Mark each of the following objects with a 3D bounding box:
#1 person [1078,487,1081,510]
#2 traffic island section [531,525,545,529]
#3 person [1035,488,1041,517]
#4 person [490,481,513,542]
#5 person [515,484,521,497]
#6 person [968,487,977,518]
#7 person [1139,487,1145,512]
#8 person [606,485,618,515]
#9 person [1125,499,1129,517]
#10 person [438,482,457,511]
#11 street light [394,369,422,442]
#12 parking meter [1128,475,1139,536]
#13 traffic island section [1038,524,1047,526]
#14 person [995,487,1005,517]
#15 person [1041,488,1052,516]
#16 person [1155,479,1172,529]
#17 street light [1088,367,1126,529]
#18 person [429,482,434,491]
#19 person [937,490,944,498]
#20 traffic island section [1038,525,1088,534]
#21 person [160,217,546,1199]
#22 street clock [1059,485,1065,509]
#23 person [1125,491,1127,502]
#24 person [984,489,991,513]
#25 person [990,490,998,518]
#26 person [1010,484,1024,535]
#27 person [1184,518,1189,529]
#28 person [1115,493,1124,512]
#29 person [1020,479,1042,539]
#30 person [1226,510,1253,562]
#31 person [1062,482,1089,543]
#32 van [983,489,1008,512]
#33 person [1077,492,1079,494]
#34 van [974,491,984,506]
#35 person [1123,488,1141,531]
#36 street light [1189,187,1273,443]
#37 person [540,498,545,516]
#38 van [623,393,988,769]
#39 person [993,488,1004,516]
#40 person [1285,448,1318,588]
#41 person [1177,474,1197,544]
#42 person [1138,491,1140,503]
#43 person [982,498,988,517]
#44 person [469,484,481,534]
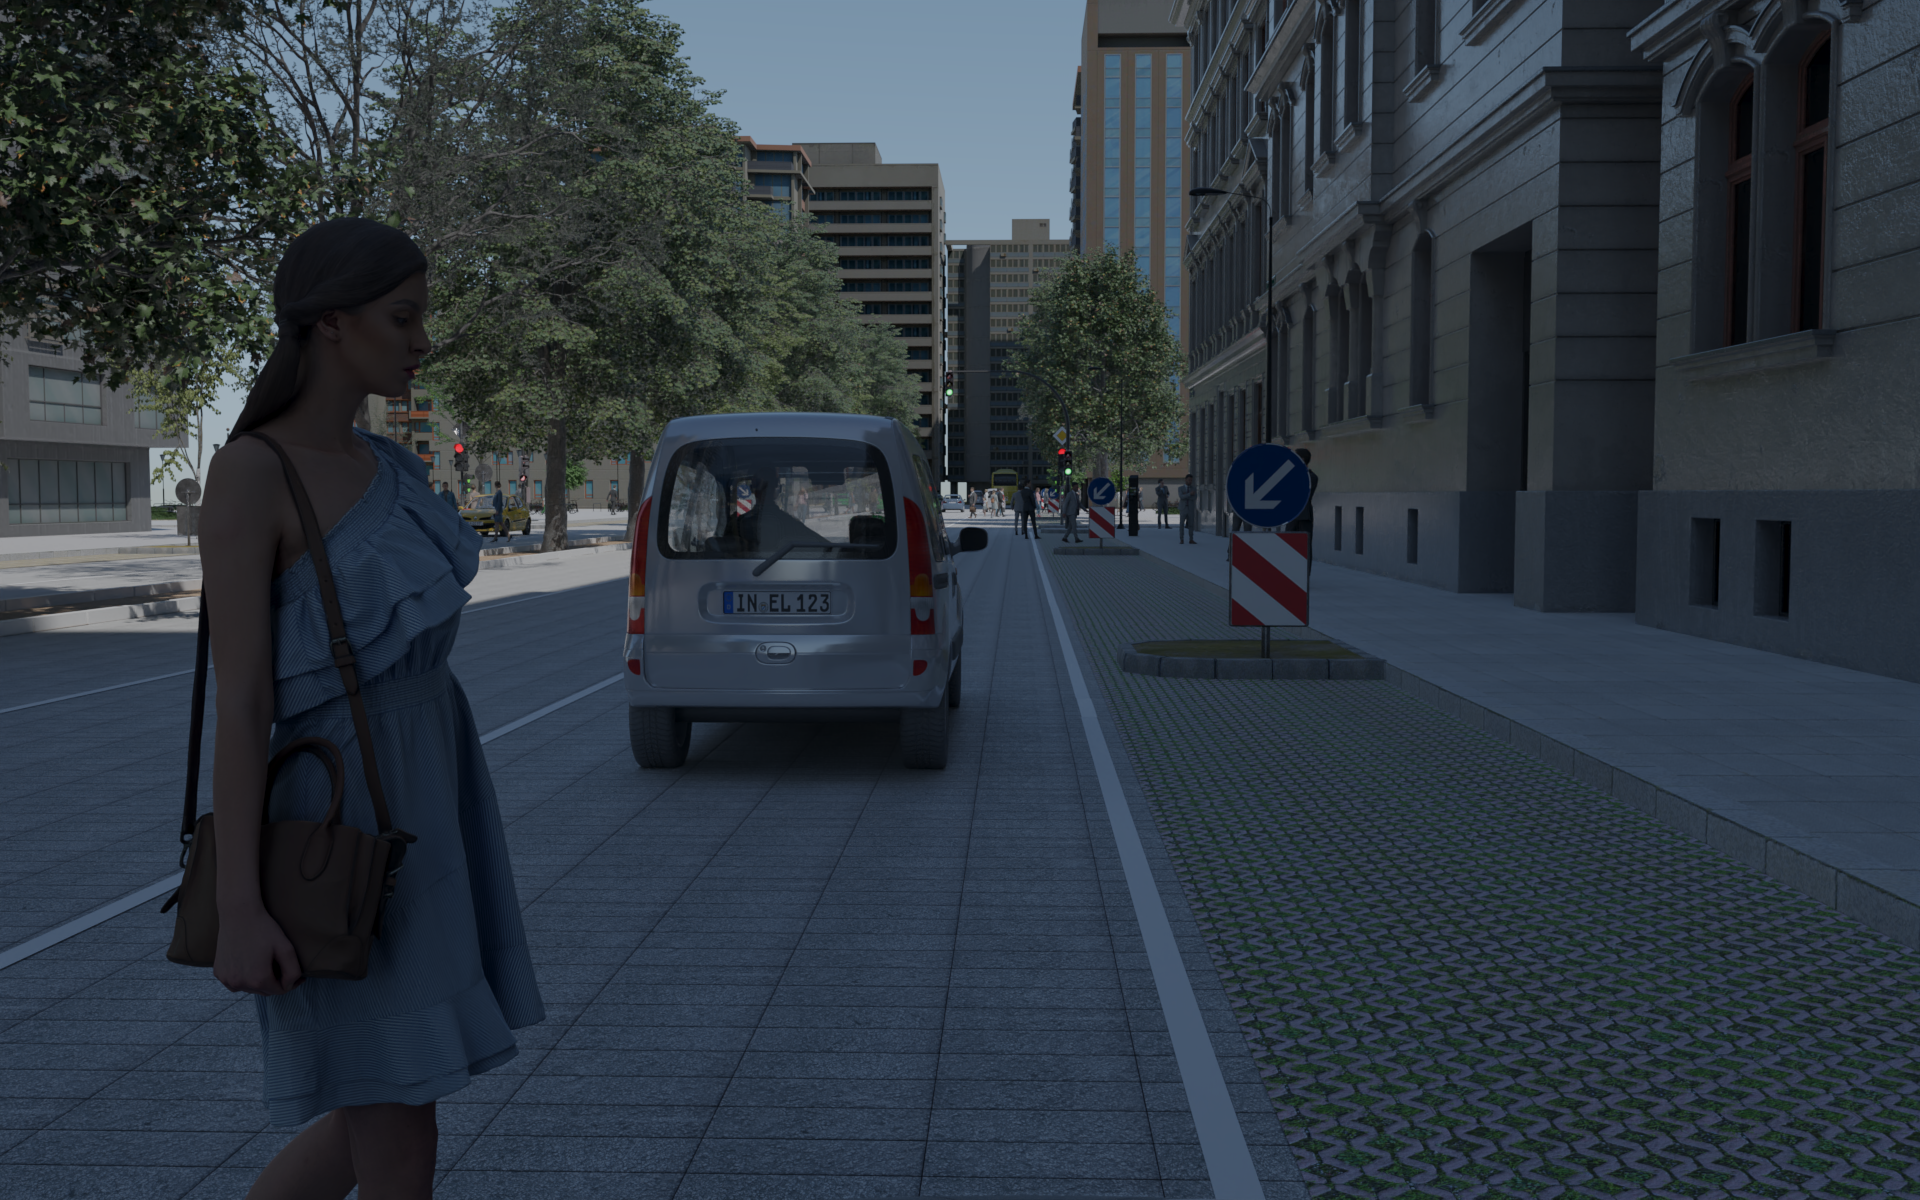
[{"bbox_3d":[9.250,-7.922,135.380,0.447,1.846,0.655,0,4,-1],"label":"person"},{"bbox_3d":[-18.281,-3.075,72.559,2.009,0.180,2.903,0,4,2],"label":"traffic island section"},{"bbox_3d":[4.874,-6.072,107.786,0.388,1.821,0.555,0,4,-5],"label":"person"},{"bbox_3d":[-13.635,-2.620,51.364,0.654,1.822,0.581,0,4,0],"label":"person"},{"bbox_3d":[-22.597,-5.048,88.779,0.606,1.804,0.583,-3,5,-43],"label":"person"},{"bbox_3d":[0.766,-5.728,102.115,0.822,1.834,0.622,-3,4,-38],"label":"person"},{"bbox_3d":[13.259,-7.334,126.375,0.534,1.772,0.576,-1,4,-10],"label":"person"},{"bbox_3d":[-21.047,-6.087,105.345,0.659,1.850,0.755,2,4,27],"label":"person"},{"bbox_3d":[9.408,-5.526,96.205,0.447,1.846,0.655,3,5,45],"label":"person"},{"bbox_3d":[-14.669,-2.484,49.449,0.601,1.785,0.444,-1,4,-12],"label":"person"},{"bbox_3d":[-20.060,-5.546,63.222,1.470,5.913,1.316,0,4,2],"label":"street light"},{"bbox_3d":[5.282,-2.876,52.727,0.255,1.863,0.399,1,4,13],"label":"parking meter"},{"bbox_3d":[4.248,-3.028,71.795,2.009,0.180,2.903,0,4,2],"label":"traffic island section"},{"bbox_3d":[2.566,-6.079,107.668,0.755,1.850,0.659,-1,4,-8],"label":"person"},{"bbox_3d":[5.672,-6.482,114.656,0.728,1.800,0.709,-1,4,-18],"label":"person"},{"bbox_3d":[7.526,-3.549,63.871,0.655,1.846,0.447,-1,4,-23],"label":"person"},{"bbox_3d":[5.350,-5.548,63.243,1.470,5.913,1.316,0,4,2],"label":"street light"},{"bbox_3d":[-16.967,-2.875,55.488,0.713,1.824,0.794,1,4,17],"label":"person"},{"bbox_3d":[-2.383,-11.189,191.066,1.348,1.869,0.705,1,4,19],"label":"person"},{"bbox_3d":[3.978,-2.540,63.815,2.009,0.180,2.903,0,4,2],"label":"traffic island section"},{"bbox_3d":[-0.897,0.378,2.420,0.778,1.811,0.616,1,4,15],"label":"person"},{"bbox_3d":[8.351,-8.634,145.740,0.471,2.002,0.358,-2,4,-25],"label":"street clock"},{"bbox_3d":[13.727,-8.350,142.664,0.778,1.811,0.616,1,4,14],"label":"person"},{"bbox_3d":[2.054,-7.521,131.689,0.641,1.798,0.478,2,4,28],"label":"person"},{"bbox_3d":[2.010,-5.696,102.633,0.512,1.701,0.522,1,4,23],"label":"person"},{"bbox_3d":[2.080,-3.174,60.664,0.678,1.792,0.850,1,4,10],"label":"person"},{"bbox_3d":[8.564,-3.507,63.158,0.755,1.850,0.659,1,4,10],"label":"person"},{"bbox_3d":[11.241,-7.055,121.612,0.641,1.798,0.478,-2,4,-23],"label":"person"},{"bbox_3d":[2.235,-2.899,55.253,0.648,1.900,0.474,3,4,37],"label":"person"},{"bbox_3d":[5.365,-1.652,32.867,0.655,1.846,0.447,2,4,30],"label":"person"},{"bbox_3d":[3.310,-2.562,50.662,0.850,1.792,0.678,3,4,38],"label":"person"},{"bbox_3d":[2.791,-8.019,138.124,2.013,2.044,4.112,0,4,2],"label":"van"},{"bbox_3d":[8.403,-7.299,125.560,0.466,1.800,0.511,2,4,33],"label":"person"},{"bbox_3d":[1.991,-12.195,206.400,2.013,2.044,4.112,0,3,0],"label":"van"},{"bbox_3d":[5.968,-3.301,60.110,0.616,1.811,0.778,2,4,31],"label":"person"},{"bbox_3d":[4.165,-3.293,26.382,1.470,5.913,1.316,0,4,2],"label":"street light"},{"bbox_3d":[-24.076,-5.514,100.446,0.590,1.304,0.306,0,4,7],"label":"person"},{"bbox_3d":[-0.842,-0.208,10.408,2.013,2.044,4.112,0,4,2],"label":"van"},{"bbox_3d":[2.379,-6.194,109.761,0.794,1.824,0.713,1,4,21],"label":"person"},{"bbox_3d":[4.578,-1.113,23.607,0.474,1.900,0.648,-2,4,-30],"label":"person"},{"bbox_3d":[5.860,-2.342,44.514,0.511,1.800,0.466,-1,4,-20],"label":"person"},{"bbox_3d":[13.536,-7.786,133.444,0.694,1.812,0.767,2,4,32],"label":"person"},{"bbox_3d":[1.632,-5.879,109.632,0.382,1.210,0.505,-3,4,-36],"label":"person"},{"bbox_3d":[-17.366,-3.256,62.069,0.374,1.781,0.599,3,5,40],"label":"person"}]
